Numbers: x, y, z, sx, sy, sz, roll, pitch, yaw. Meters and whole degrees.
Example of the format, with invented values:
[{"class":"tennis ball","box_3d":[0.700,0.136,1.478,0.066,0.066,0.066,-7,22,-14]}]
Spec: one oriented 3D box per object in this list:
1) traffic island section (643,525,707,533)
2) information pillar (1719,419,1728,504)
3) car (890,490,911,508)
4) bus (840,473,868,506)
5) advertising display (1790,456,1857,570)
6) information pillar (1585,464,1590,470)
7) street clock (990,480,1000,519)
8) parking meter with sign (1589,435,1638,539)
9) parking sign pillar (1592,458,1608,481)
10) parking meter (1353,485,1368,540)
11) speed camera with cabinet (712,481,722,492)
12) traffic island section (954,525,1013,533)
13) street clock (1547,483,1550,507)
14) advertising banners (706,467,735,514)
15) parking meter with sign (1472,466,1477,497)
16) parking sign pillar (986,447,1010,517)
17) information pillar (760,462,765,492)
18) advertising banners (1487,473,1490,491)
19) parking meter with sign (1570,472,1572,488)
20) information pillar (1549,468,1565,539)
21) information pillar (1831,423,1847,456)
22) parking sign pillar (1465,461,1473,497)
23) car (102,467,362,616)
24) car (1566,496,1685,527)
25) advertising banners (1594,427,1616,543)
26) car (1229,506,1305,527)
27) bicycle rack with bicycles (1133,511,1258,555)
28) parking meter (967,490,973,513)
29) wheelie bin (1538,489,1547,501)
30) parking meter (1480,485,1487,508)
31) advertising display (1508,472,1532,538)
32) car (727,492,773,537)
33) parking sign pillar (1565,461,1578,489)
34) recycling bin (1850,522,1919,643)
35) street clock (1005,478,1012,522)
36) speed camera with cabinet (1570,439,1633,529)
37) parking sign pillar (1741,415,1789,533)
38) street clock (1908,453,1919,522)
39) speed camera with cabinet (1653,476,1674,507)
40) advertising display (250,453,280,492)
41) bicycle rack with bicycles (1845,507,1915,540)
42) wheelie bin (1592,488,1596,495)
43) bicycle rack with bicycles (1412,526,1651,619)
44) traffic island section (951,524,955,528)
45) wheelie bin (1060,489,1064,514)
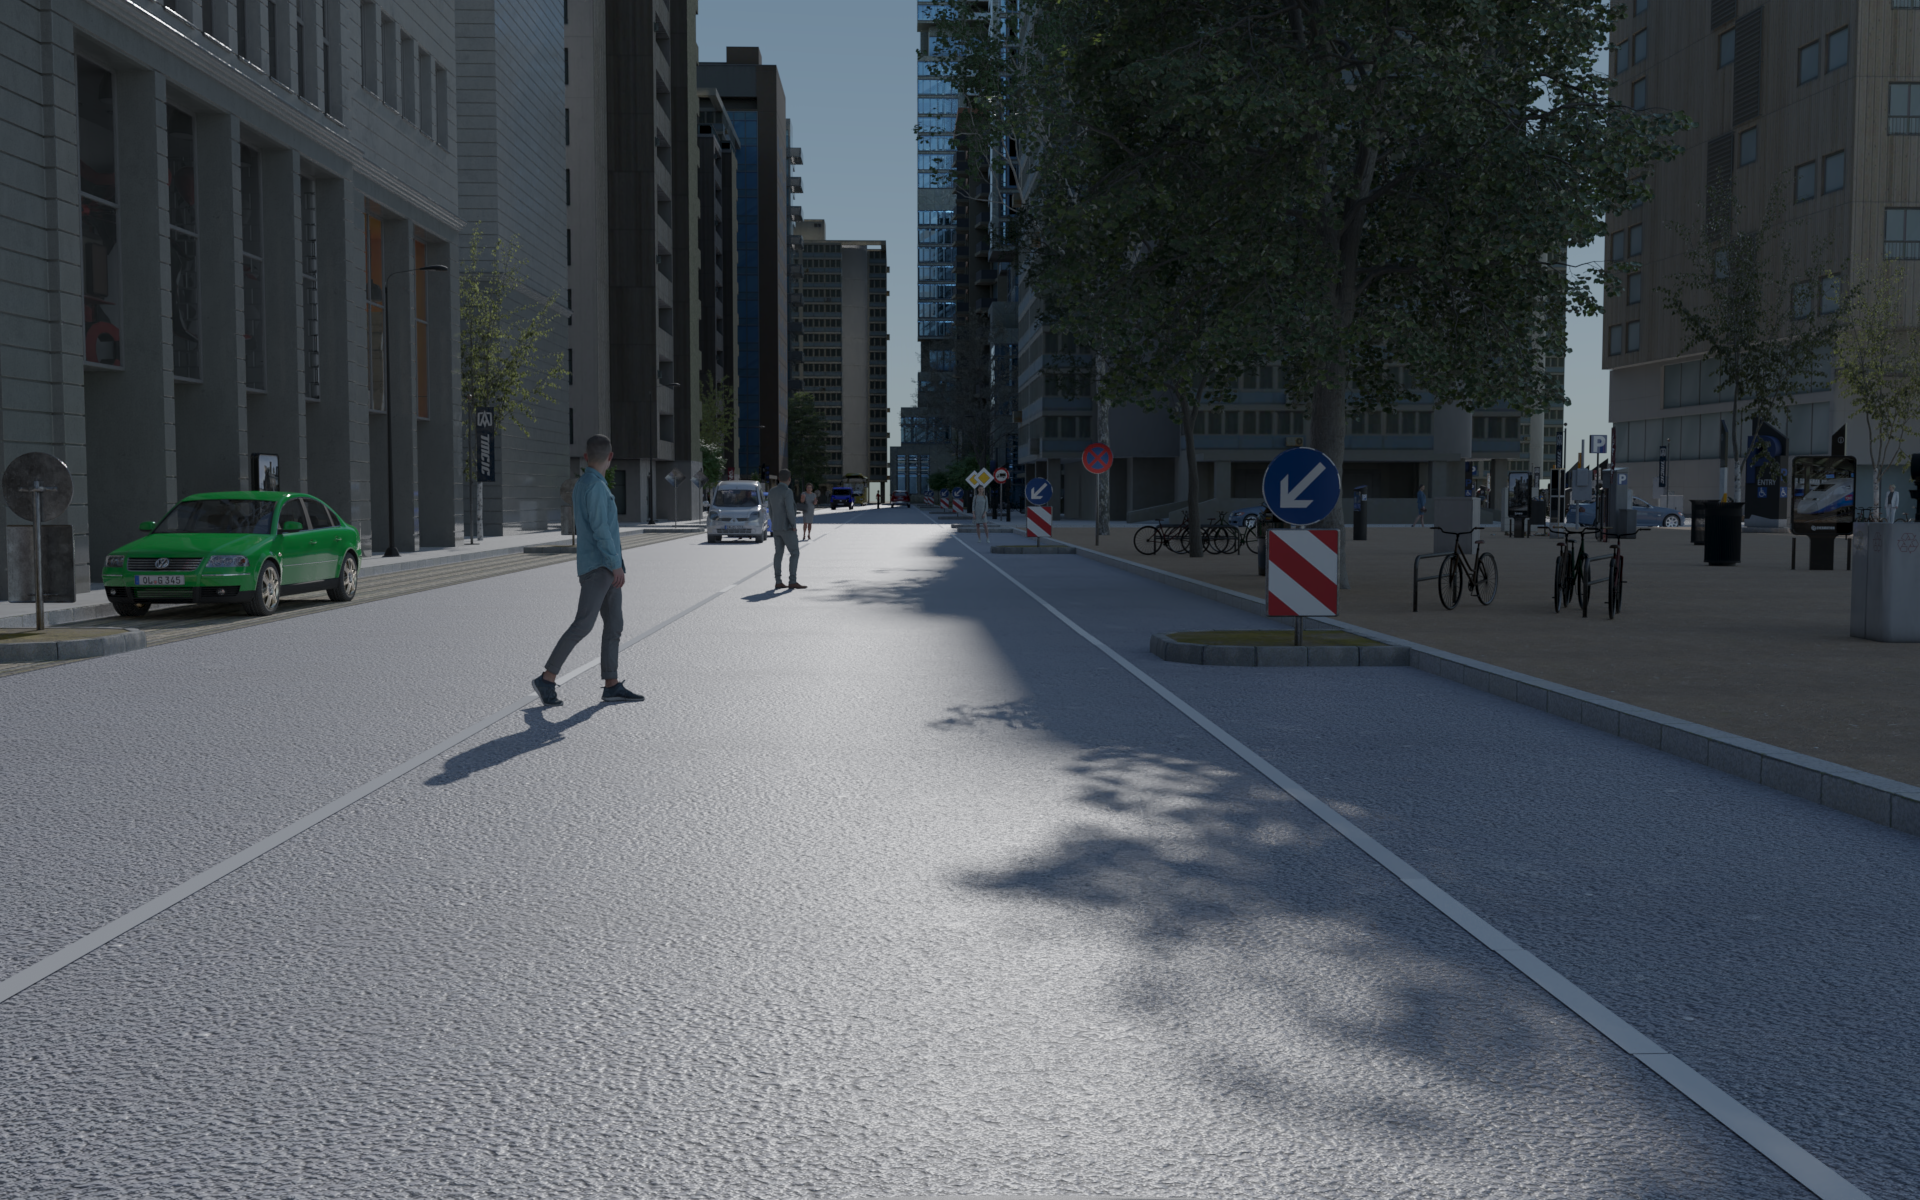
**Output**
[{"class":"traffic island section","box_3d":[-10.659,-2.603,64.837,2.009,0.180,2.903,0,4,-2]},{"class":"information pillar","box_3d":[23.877,-3.842,54.170,0.183,3.616,0.504,0,4,7]},{"class":"car","box_3d":[-6.180,-10.478,179.991,2.281,1.827,5.304,0,4,-2]},{"class":"bus","box_3d":[-12.368,-13.017,204.370,2.896,3.916,12.252,0,4,-1]},{"class":"advertising display","box_3d":[14.535,-1.466,29.178,0.974,1.923,0.123,1,4,17]},{"class":"information pillar","box_3d":[49.232,-8.857,136.165,0.504,3.616,0.183,2,4,27]},{"class":"street clock","box_3d":[1.762,-5.103,88.004,0.471,2.002,0.358,2,4,32]},{"class":"parking meter with sign","box_3d":[18.948,-3.295,50.131,0.543,3.016,1.738,-1,4,-15]},{"class":"parking sign pillar","box_3d":[48.275,-8.693,130.599,1.447,3.967,1.447,-3,5,-42]},{"class":"parking meter","box_3d":[11.099,-2.422,48.019,0.372,1.533,0.369,0,3,0]},{"class":"speed camera with cabinet","box_3d":[-16.334,-7.789,121.680,2.038,3.252,0.660,-2,4,-27]},{"class":"traffic island section","box_3d":[0.925,-2.628,65.249,2.009,0.180,2.903,0,4,-2]},{"class":"street clock","box_3d":[38.935,-6.709,114.262,0.358,2.002,0.471,3,4,39]},{"class":"advertising banners","box_3d":[-15.624,-7.145,113.010,2.074,3.025,0.090,1,4,17]},{"class":"parking meter with sign","box_3d":[31.586,-6.770,106.953,0.543,3.016,1.738,1,4,17]},{"class":"parking sign pillar","box_3d":[1.977,-6.782,99.352,1.447,3.967,1.447,0,4,1]},{"class":"information pillar","box_3d":[-14.563,-8.355,127.959,0.183,3.616,0.504,2,4,28]},{"class":"advertising banners","box_3d":[43.683,-9.077,144.589,2.074,3.025,0.090,-3,4,-38]},{"class":"parking meter with sign","box_3d":[50.988,-9.024,143.804,1.738,3.016,0.543,-1,4,-21]},{"class":"information pillar","box_3d":[17.164,-2.769,49.763,0.304,2.012,0.304,-3,5,-39]},{"class":"information pillar","box_3d":[29.102,-4.038,57.380,0.183,3.616,0.504,-2,4,-31]},{"class":"parking sign pillar","box_3d":[28.776,-6.703,98.058,1.447,3.967,1.447,1,4,15]},{"class":"car","box_3d":[-8.954,-0.783,21.604,1.959,1.807,4.718,0,4,-1]},{"class":"car","box_3d":[26.610,-3.499,69.210,4.499,1.417,2.014,0,4,-1]},{"class":"advertising banners","box_3d":[17.166,-3.047,46.011,0.090,3.025,2.074,1,4,10]},{"class":"car","box_3d":[13.028,-3.509,69.374,4.499,1.417,2.014,0,4,-1]},{"class":"bicycle rack with bicycles","box_3d":[5.233,-1.457,37.207,2.925,0.926,2.852,0,4,8]},{"class":"parking meter","box_3d":[0.758,-7.564,132.075,0.372,1.533,0.369,0,3,0]},{"class":"wheelie bin","box_3d":[36.026,-6.102,107.674,0.693,1.594,0.980,-1,4,-18]},{"class":"parking meter","box_3d":[34.077,-6.548,112.778,0.399,1.863,0.255,3,5,43]},{"class":"advertising display","box_3d":[16.388,-2.783,50.711,0.123,1.923,0.974,-1,4,-18]},{"class":"car","box_3d":[-6.984,-3.036,59.227,1.945,1.707,3.694,0,4,0]},{"class":"parking sign pillar","box_3d":[49.817,-9.334,141.087,1.447,3.967,1.447,-2,4,-32]},{"class":"recycling bin","box_3d":[8.347,-0.163,15.225,0.722,1.027,0.722,0,4,4]},{"class":"street clock","box_3d":[2.247,-4.632,80.306,0.358,2.002,0.471,1,4,8]},{"class":"speed camera with cabinet","box_3d":[23.222,-4.177,62.632,2.038,3.252,0.660,1,4,17]},{"class":"parking sign pillar","box_3d":[26.680,-4.208,57.280,1.447,3.967,1.447,-2,4,-28]},{"class":"street clock","box_3d":[17.033,-1.602,30.767,0.358,2.002,0.471,3,5,40]},{"class":"speed camera with cabinet","box_3d":[36.690,-5.870,90.308,0.660,3.252,2.038,3,4,37]},{"class":"advertising display","box_3d":[-10.939,-1.352,27.318,0.123,1.923,0.974,0,4,-3]},{"class":"bicycle rack with bicycles","box_3d":[25.796,-2.128,48.173,2.925,0.926,2.852,-2,4,-31]},{"class":"wheelie bin","box_3d":[33.148,-5.101,91.301,0.980,1.594,0.693,-1,4,-12]},{"class":"bicycle rack with bicycles","box_3d":[6.348,-0.357,19.227,2.852,0.926,2.925,2,4,31]},{"class":"traffic island section","box_3d":[0.636,-3.116,73.229,2.009,0.180,2.903,0,4,-2]},{"class":"wheelie bin","box_3d":[6.673,-6.414,112.769,0.980,1.594,0.693,3,5,44]}]
